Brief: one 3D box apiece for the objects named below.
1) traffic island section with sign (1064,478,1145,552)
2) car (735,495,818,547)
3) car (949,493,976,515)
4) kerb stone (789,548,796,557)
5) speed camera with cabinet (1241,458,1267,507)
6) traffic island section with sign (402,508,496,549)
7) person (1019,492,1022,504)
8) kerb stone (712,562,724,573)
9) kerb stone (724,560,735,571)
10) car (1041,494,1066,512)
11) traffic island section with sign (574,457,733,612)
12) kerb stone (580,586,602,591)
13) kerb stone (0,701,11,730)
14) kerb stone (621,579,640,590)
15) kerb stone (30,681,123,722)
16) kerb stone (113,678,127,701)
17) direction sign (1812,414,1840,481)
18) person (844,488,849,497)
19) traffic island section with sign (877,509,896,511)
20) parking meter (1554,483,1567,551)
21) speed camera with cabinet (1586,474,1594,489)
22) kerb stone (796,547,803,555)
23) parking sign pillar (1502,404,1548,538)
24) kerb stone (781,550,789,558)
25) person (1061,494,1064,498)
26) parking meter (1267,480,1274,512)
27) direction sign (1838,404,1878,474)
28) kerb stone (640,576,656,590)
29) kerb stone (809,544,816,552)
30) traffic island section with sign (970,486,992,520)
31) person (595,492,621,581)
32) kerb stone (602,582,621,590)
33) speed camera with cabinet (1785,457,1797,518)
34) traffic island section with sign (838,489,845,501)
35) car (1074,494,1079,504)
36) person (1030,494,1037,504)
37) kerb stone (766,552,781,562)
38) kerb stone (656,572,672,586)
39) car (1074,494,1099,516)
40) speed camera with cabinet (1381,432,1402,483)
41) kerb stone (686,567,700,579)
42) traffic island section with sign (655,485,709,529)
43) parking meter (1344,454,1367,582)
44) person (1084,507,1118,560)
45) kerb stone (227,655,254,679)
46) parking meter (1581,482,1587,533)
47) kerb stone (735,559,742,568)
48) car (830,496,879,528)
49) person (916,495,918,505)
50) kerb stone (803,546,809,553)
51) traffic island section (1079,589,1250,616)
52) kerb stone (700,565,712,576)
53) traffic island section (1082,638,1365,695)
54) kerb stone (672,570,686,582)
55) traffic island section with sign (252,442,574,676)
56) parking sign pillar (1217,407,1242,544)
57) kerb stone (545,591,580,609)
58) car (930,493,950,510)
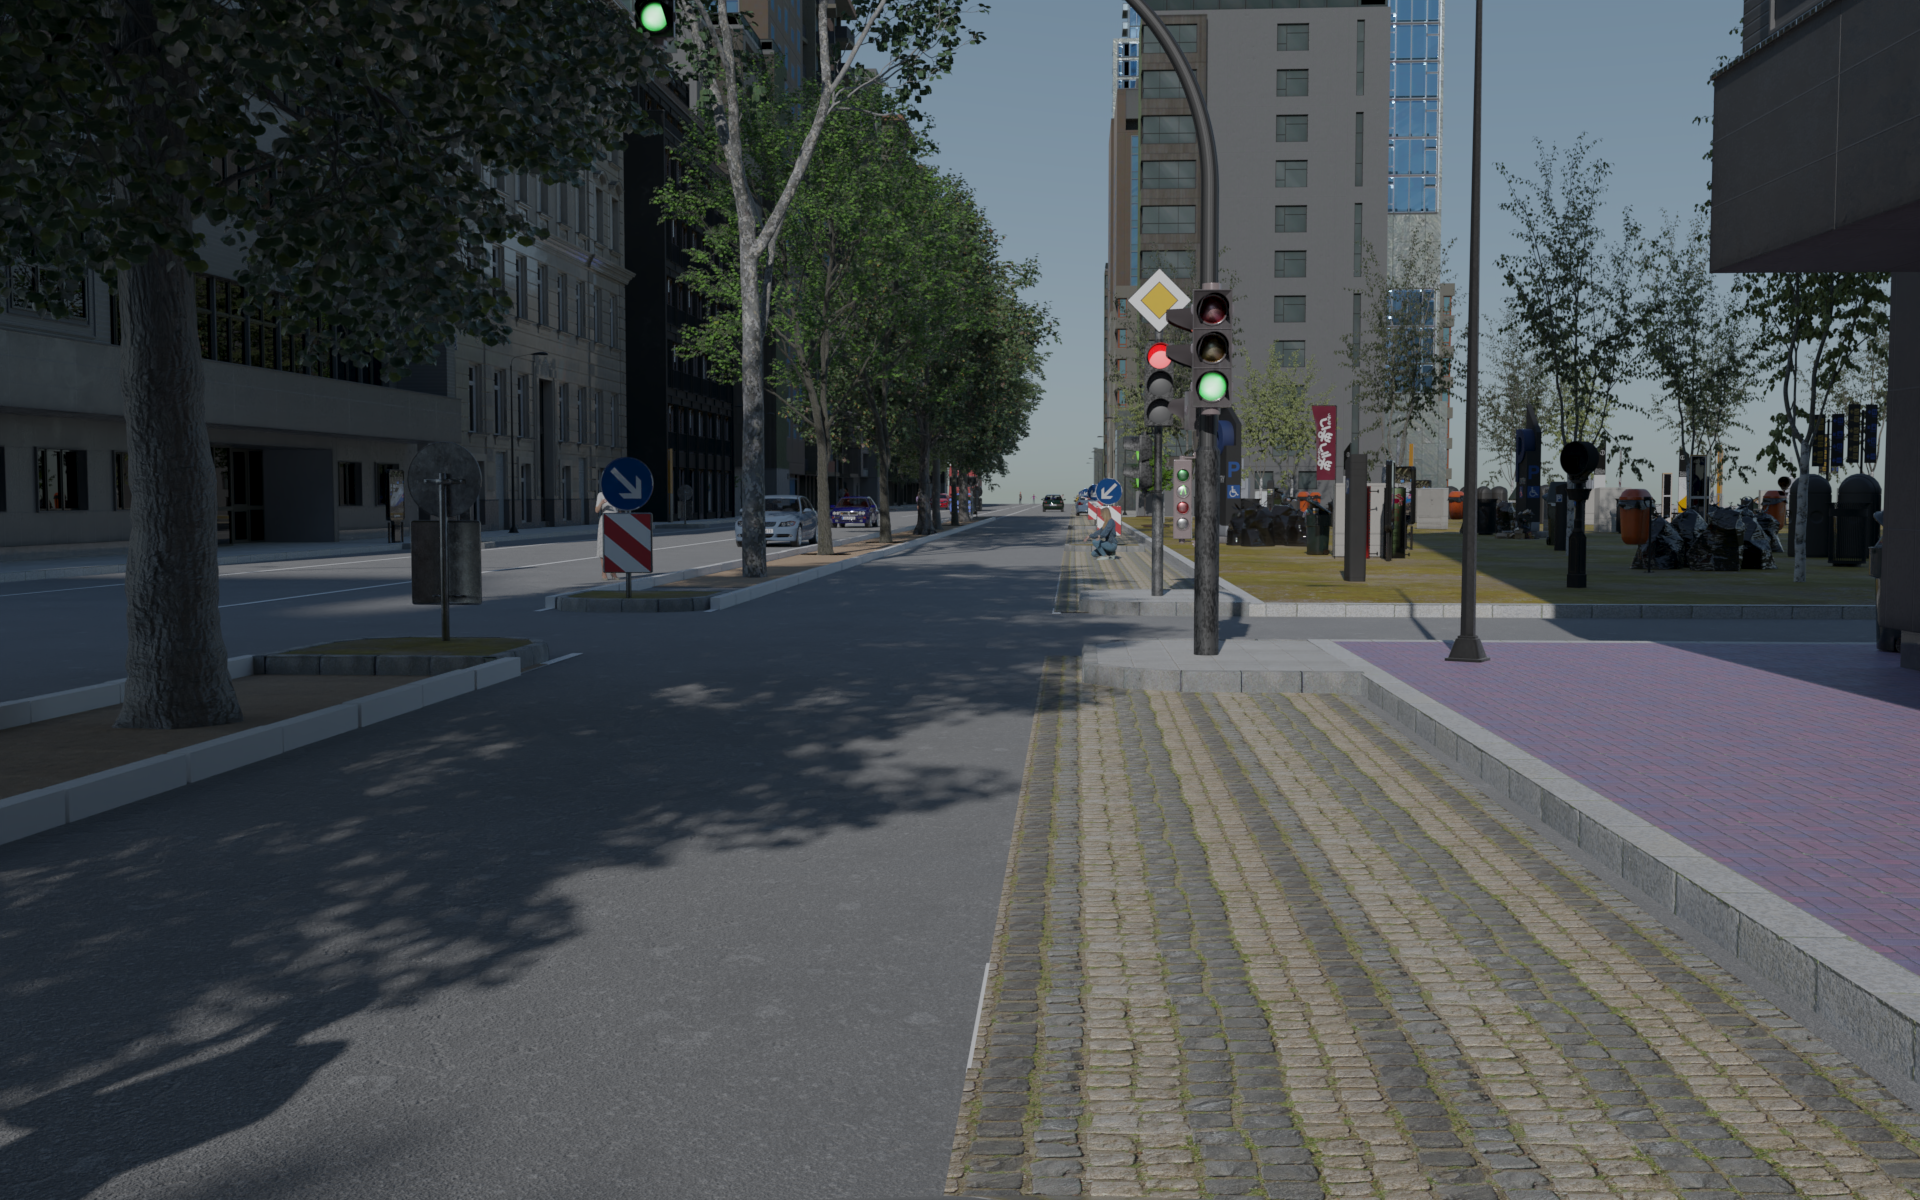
[{"bbox_3d":[3.619,-2.136,43.552,1.989,1.847,2.006,0,4,4],"label":"traffic island section with sign"},{"bbox_3d":[-5.040,-2.221,48.323,2.014,1.417,4.499,0,4,5],"label":"car"},{"bbox_3d":[0.248,-6.885,122.158,1.945,1.707,3.694,0,4,6],"label":"car"},{"bbox_3d":[-3.933,-1.058,39.494,0.120,0.150,1.000,0,4,4],"label":"kerb stone"},{"bbox_3d":[16.398,-6.225,96.114,2.038,3.252,0.660,1,4,23],"label":"speed camera with cabinet"},{"bbox_3d":[-13.390,-2.267,45.699,1.989,1.847,2.006,0,4,4],"label":"traffic island section with sign"},{"bbox_3d":[8.552,-14.256,242.108,0.617,1.759,0.750,-2,4,-34],"label":"person"},{"bbox_3d":[-4.477,-0.555,31.321,0.120,0.150,1.000,0,4,4],"label":"kerb stone"},{"bbox_3d":[-4.408,-0.621,32.344,0.120,0.150,1.000,0,4,4],"label":"kerb stone"},{"bbox_3d":[7.514,-7.930,139.447,2.009,1.686,4.222,0,4,4],"label":"car"},{"bbox_3d":[-4.046,-0.843,21.927,2.006,1.907,1.989,0,4,4],"label":"traffic island section with sign"},{"bbox_3d":[-5.011,-0.053,23.154,0.120,0.150,1.000,0,4,4],"label":"kerb stone"},{"bbox_3d":[-5.865,0.730,10.255,0.120,0.150,1.000,0,4,4],"label":"kerb stone"},{"bbox_3d":[-4.877,-0.183,25.193,0.120,0.150,1.000,0,4,4],"label":"kerb stone"},{"bbox_3d":[-5.803,0.673,11.276,0.120,0.150,1.000,0,4,4],"label":"kerb stone"},{"bbox_3d":[-5.740,0.605,12.296,0.120,0.150,1.000,0,4,4],"label":"kerb stone"},{"bbox_3d":[24.532,-3.487,49.004,0.379,3.537,0.876,-3,4,-38],"label":"direction sign"},{"bbox_3d":[-7.346,-6.295,111.362,0.705,1.831,1.348,-2,4,-24],"label":"person"},{"bbox_3d":[-6.529,-8.630,149.727,1.989,1.847,2.006,0,4,4],"label":"traffic island section with sign"},{"bbox_3d":[13.667,-1.885,39.229,0.372,1.533,0.369,0,3,0],"label":"parking meter"},{"bbox_3d":[34.567,-6.064,93.486,0.660,3.252,2.038,-1,4,-12],"label":"speed camera with cabinet"},{"bbox_3d":[-3.873,-1.121,40.524,0.120,0.150,1.000,0,4,4],"label":"kerb stone"},{"bbox_3d":[16.862,-3.847,51.378,1.447,3.967,1.447,0,4,5],"label":"parking sign pillar"},{"bbox_3d":[-3.998,-0.987,38.471,0.120,0.150,1.000,0,4,4],"label":"kerb stone"},{"bbox_3d":[13.923,-13.830,237.805,0.799,1.438,0.628,0,4,-1],"label":"person"},{"bbox_3d":[13.152,-4.139,73.379,0.255,1.863,0.399,1,4,18],"label":"parking meter"},{"bbox_3d":[22.721,-3.160,43.668,0.876,3.537,0.379,-1,4,-16],"label":"direction sign"},{"bbox_3d":[-4.813,-0.246,26.214,0.120,0.150,1.000,0,4,4],"label":"kerb stone"},{"bbox_3d":[-3.733,-1.246,42.563,0.120,0.150,1.000,0,4,4],"label":"kerb stone"},{"bbox_3d":[0.898,-5.429,96.904,2.006,1.907,1.989,0,4,4],"label":"traffic island section with sign"},{"bbox_3d":[-5.798,-1.203,28.737,0.480,1.755,0.524,-2,4,-35],"label":"person"},{"bbox_3d":[-4.956,-0.121,24.174,0.120,0.150,1.000,0,4,4],"label":"kerb stone"},{"bbox_3d":[44.969,-5.988,92.239,2.038,3.252,0.660,1,4,18],"label":"speed camera with cabinet"},{"bbox_3d":[-8.299,-6.985,122.830,1.989,1.847,2.006,0,4,4],"label":"traffic island section with sign"},{"bbox_3d":[16.559,-13.840,236.514,2.015,1.641,3.980,0,4,3],"label":"car"},{"bbox_3d":[10.287,-14.046,241.374,0.991,1.433,0.599,0,4,4],"label":"person"},{"bbox_3d":[-4.071,-0.928,37.447,0.120,0.150,1.000,0,4,4],"label":"kerb stone"},{"bbox_3d":[-4.743,-0.305,27.237,0.120,0.150,1.000,0,4,4],"label":"kerb stone"},{"bbox_3d":[8.425,-6.188,113.172,2.014,1.417,4.499,0,4,3],"label":"car"},{"bbox_3d":[13.923,-3.744,55.554,0.660,3.252,2.038,1,4,20],"label":"speed camera with cabinet"},{"bbox_3d":[-4.610,-0.433,29.281,0.120,0.150,1.000,0,4,4],"label":"kerb stone"},{"bbox_3d":[-11.608,-3.921,72.738,1.989,1.847,2.006,0,4,4],"label":"traffic island section with sign"},{"bbox_3d":[5.818,-1.209,25.473,0.255,1.863,0.399,0,4,0],"label":"parking meter"},{"bbox_3d":[3.062,-1.434,37.439,0.738,1.151,1.012,0,4,2],"label":"person"},{"bbox_3d":[-5.659,0.543,13.315,0.120,0.150,1.000,0,4,4],"label":"kerb stone"},{"bbox_3d":[19.354,-2.963,54.153,0.399,1.863,0.255,3,5,42],"label":"parking meter"},{"bbox_3d":[-4.343,-0.680,33.364,0.120,0.150,1.000,0,4,4],"label":"kerb stone"},{"bbox_3d":[-4.526,-3.781,74.404,1.945,1.354,3.894,0,4,4],"label":"car"},{"bbox_3d":[-3.201,-7.533,134.893,0.421,1.427,0.697,-1,4,-9],"label":"person"},{"bbox_3d":[-3.809,-1.180,41.544,0.120,0.150,1.000,0,4,4],"label":"kerb stone"},{"bbox_3d":[2.508,0.027,21.836,2.009,0.180,2.903,0,4,4],"label":"traffic island section"},{"bbox_3d":[-4.544,-0.496,30.301,0.120,0.150,1.000,0,4,4],"label":"kerb stone"},{"bbox_3d":[1.982,0.515,13.868,2.009,0.180,2.903,0,4,4],"label":"traffic island section"},{"bbox_3d":[-4.684,-0.368,28.258,0.120,0.150,1.000,0,4,4],"label":"kerb stone"},{"bbox_3d":[-4.544,-0.391,14.537,2.006,1.907,1.989,0,4,4],"label":"traffic island section with sign"},{"bbox_3d":[6.950,-3.486,45.470,1.447,3.967,1.447,-1,4,-12],"label":"parking sign pillar"},{"bbox_3d":[-5.088,0.004,22.134,0.120,0.150,1.000,0,4,4],"label":"kerb stone"},{"bbox_3d":[-1.817,-9.062,157.202,2.155,1.783,4.494,0,4,5],"label":"car"}]
